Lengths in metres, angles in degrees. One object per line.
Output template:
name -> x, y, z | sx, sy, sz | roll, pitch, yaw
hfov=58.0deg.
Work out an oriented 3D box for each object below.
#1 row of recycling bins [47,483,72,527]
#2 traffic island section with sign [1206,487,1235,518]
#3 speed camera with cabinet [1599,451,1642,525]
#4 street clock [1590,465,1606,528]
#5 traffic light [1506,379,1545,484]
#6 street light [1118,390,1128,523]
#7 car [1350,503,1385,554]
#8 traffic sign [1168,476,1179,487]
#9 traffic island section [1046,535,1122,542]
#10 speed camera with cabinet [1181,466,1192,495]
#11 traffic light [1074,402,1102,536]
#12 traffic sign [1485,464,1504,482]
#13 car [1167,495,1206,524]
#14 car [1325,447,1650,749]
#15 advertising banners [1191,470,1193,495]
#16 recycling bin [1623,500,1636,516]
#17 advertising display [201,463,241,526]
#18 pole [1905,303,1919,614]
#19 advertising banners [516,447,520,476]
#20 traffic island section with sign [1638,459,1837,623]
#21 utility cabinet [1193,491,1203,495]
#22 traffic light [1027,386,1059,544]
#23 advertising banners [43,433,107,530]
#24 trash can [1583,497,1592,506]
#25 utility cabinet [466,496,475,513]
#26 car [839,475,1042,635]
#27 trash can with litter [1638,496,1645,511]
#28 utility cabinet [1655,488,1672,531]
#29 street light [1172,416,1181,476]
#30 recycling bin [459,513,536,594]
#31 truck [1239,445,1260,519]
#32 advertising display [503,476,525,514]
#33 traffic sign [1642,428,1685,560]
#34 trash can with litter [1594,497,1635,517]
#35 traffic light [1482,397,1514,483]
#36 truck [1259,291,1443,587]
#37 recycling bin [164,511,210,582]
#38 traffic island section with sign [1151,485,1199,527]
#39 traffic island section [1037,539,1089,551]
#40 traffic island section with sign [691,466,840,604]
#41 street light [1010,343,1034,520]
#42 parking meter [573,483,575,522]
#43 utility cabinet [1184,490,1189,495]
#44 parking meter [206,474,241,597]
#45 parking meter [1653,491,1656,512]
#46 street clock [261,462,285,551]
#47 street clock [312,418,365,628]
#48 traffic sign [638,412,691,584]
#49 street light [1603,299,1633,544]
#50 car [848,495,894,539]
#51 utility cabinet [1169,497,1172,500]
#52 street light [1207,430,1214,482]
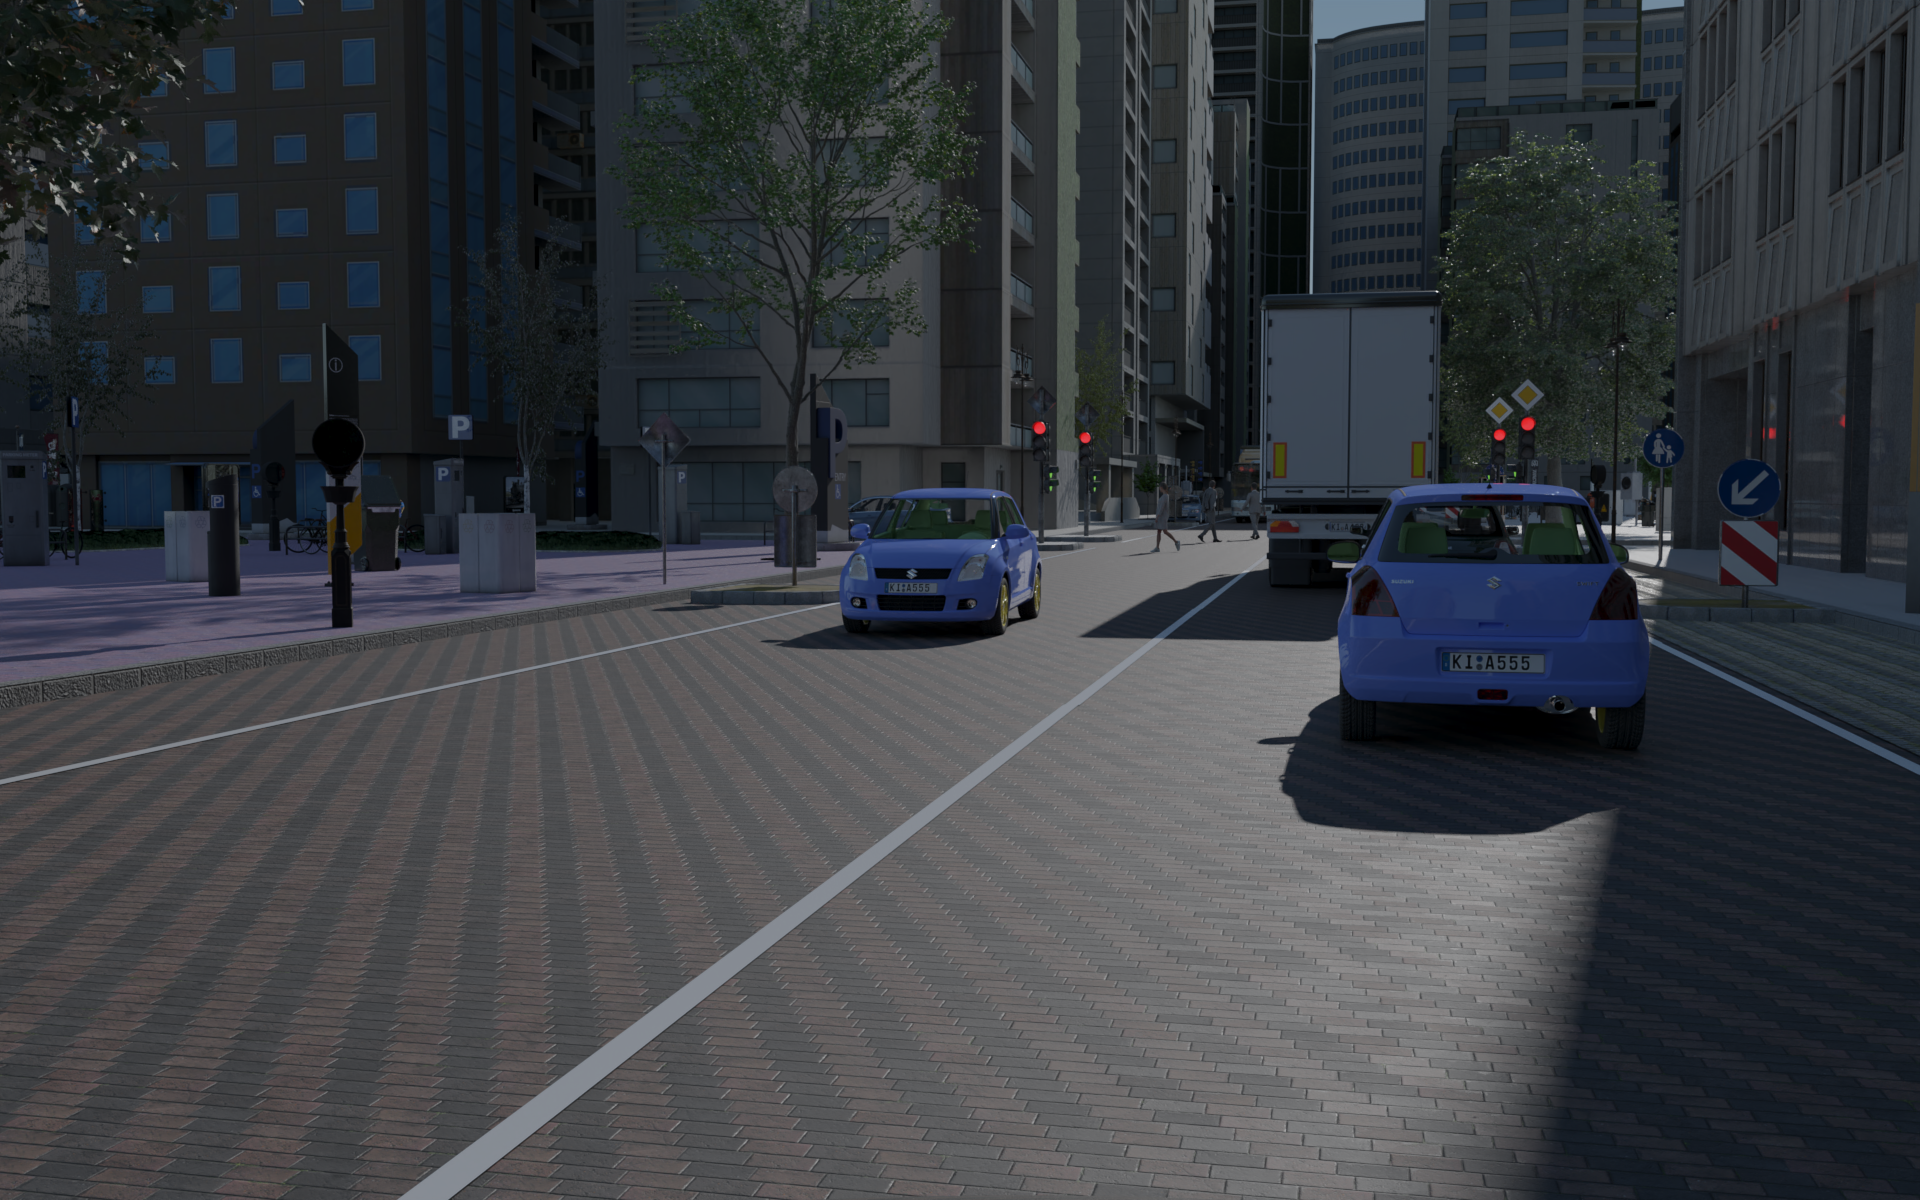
row of recycling bins -> -36.025, -3.738, 68.234 | 3.534, 1.692, 1.069 | 2, 4, 26
traffic island section with sign -> 15.503, -5.805, 103.538 | 1.989, 1.847, 2.006 | 1, 4, 13
speed camera with cabinet -> 27.554, -4.775, 72.400 | 0.660, 3.252, 2.038 | -1, 4, -22
street clock -> 15.775, -2.342, 42.858 | 0.358, 2.002, 0.471 | 0, 4, -1
traffic light -> 13.805, -3.265, 42.299 | 0.839, 4.253, 0.868 | 1, 4, 13
street light -> 7.220, -6.382, 77.133 | 0.468, 5.910, 1.993 | 1, 4, 13
car -> 5.694, -0.671, 20.755 | 2.009, 1.686, 4.222 | 1, 4, 13
traffic sign -> 11.847, -5.753, 96.187 | 0.606, 2.300, 0.079 | 1, 4, 14
traffic island section -> 3.831, -1.868, 52.819 | 2.009, 0.180, 2.903 | 1, 4, 13
speed camera with cabinet -> 16.518, -7.752, 121.078 | 2.038, 3.252, 0.660 | 1, 4, 22
traffic light -> 3.868, -3.899, 52.676 | 0.839, 4.253, 0.868 | 1, 4, 13
traffic sign -> 22.221, -4.403, 72.090 | 0.768, 2.556, 0.104 | 1, 4, 19
car -> 11.065, -4.448, 84.725 | 2.014, 1.417, 4.499 | 1, 4, 13
car -> 3.330, -0.096, 11.160 | 1.945, 1.707, 3.694 | 1, 4, 13
advertising banners -> 14.601, -6.905, 109.091 | 0.090, 3.025, 2.074 | 0, 4, 8
recycling bin -> 39.493, -5.478, 102.116 | 0.722, 1.027, 0.722 | 1, 4, 17
advertising display -> -15.496, -1.905, 36.364 | 0.123, 1.923, 0.974 | 1, 4, 19
pole -> 10.302, -1.512, 18.560 | 0.158, 3.312, 0.155 | 0, 3, 0
advertising banners -> -16.634, -4.184, 64.602 | 0.090, 3.025, 2.074 | -2, 4, -25
traffic island section with sign -> 8.898, -0.707, 20.185 | 1.989, 1.847, 2.006 | 1, 4, 13
utility cabinet -> 16.780, -6.813, 120.070 | 1.173, 1.500, 0.318 | 1, 4, 23
traffic light -> 2.127, -3.423, 44.882 | 0.839, 4.253, 0.868 | 1, 4, 13
advertising banners -> -25.822, -3.324, 50.539 | 0.090, 3.025, 2.074 | 1, 4, 23
trash can -> 26.342, -3.771, 73.307 | 0.748, 1.137, 0.748 | 0, 3, 0
utility cabinet -> -32.034, -6.232, 113.051 | 1.020, 1.237, 0.306 | 3, 4, 36
car -> -0.148, -0.568, 18.872 | 1.945, 1.707, 3.694 | 1, 4, 11
trash can with litter -> 38.156, -5.333, 98.244 | 2.233, 1.210, 1.678 | 0, 4, 2
utility cabinet -> 24.190, -3.065, 58.786 | 1.173, 1.500, 0.318 | -1, 4, -19
street light -> 12.602, -7.850, 101.135 | 0.468, 5.910, 1.993 | 1, 4, 13
recycling bin -> -6.059, -0.621, 22.703 | 0.722, 1.027, 0.722 | 2, 4, 26
truck -> 17.859, -6.915, 101.970 | 2.839, 4.237, 11.283 | 1, 4, 13
advertising display -> -15.628, -3.403, 60.856 | 0.123, 1.923, 0.974 | 2, 4, 35
traffic sign -> 13.638, -2.052, 33.649 | 0.768, 2.556, 0.104 | 1, 4, 14
trash can with litter -> 33.107, -4.761, 88.902 | 2.233, 1.210, 1.678 | -2, 4, -31
traffic light -> 15.546, -3.741, 50.093 | 0.839, 4.253, 0.868 | 1, 4, 13
truck -> 6.611, -2.491, 29.641 | 2.839, 4.237, 11.283 | 1, 4, 12
recycling bin -> -11.232, -0.797, 25.593 | 0.722, 1.027, 0.722 | 3, 4, 36
traffic island section with sign -> 9.634, -4.196, 77.227 | 1.989, 1.847, 2.006 | 1, 4, 13
traffic island section -> 2.090, -1.391, 45.025 | 2.009, 0.180, 2.903 | 1, 4, 13
traffic island section with sign -> -2.373, -0.910, 23.500 | 1.989, 1.847, 2.006 | 1, 4, 13
street light -> 1.921, -4.928, 53.361 | 0.468, 5.910, 1.993 | 1, 4, 13
parking meter -> -17.628, -4.535, 79.851 | 0.255, 1.863, 0.399 | 1, 4, 12
utility cabinet -> 13.667, -5.850, 104.330 | 0.318, 1.500, 1.173 | 0, 4, 6
parking meter -> -9.282, -0.820, 21.816 | 0.372, 1.533, 0.369 | 0, 3, 0
parking meter -> 42.731, -5.985, 106.270 | 0.372, 1.533, 0.369 | 0, 3, 0
street clock -> -15.435, -2.103, 38.960 | 0.358, 2.002, 0.471 | 3, 5, 42
street clock -> -5.959, -0.739, 16.657 | 0.471, 2.002, 0.358 | -1, 4, -16
traffic sign -> -4.191, -1.428, 24.536 | 0.795, 2.450, 0.064 | 1, 4, 15
street light -> 15.587, -4.181, 41.147 | 0.468, 5.910, 1.993 | 1, 4, 13
car -> -2.435, -2.335, 50.174 | 4.499, 1.417, 2.014 | 1, 4, 11
utility cabinet -> 13.286, -6.013, 109.481 | 0.306, 1.237, 1.020 | -1, 4, -15
street light -> 18.096, -9.335, 125.422 | 0.468, 5.910, 1.993 | 1, 4, 13
